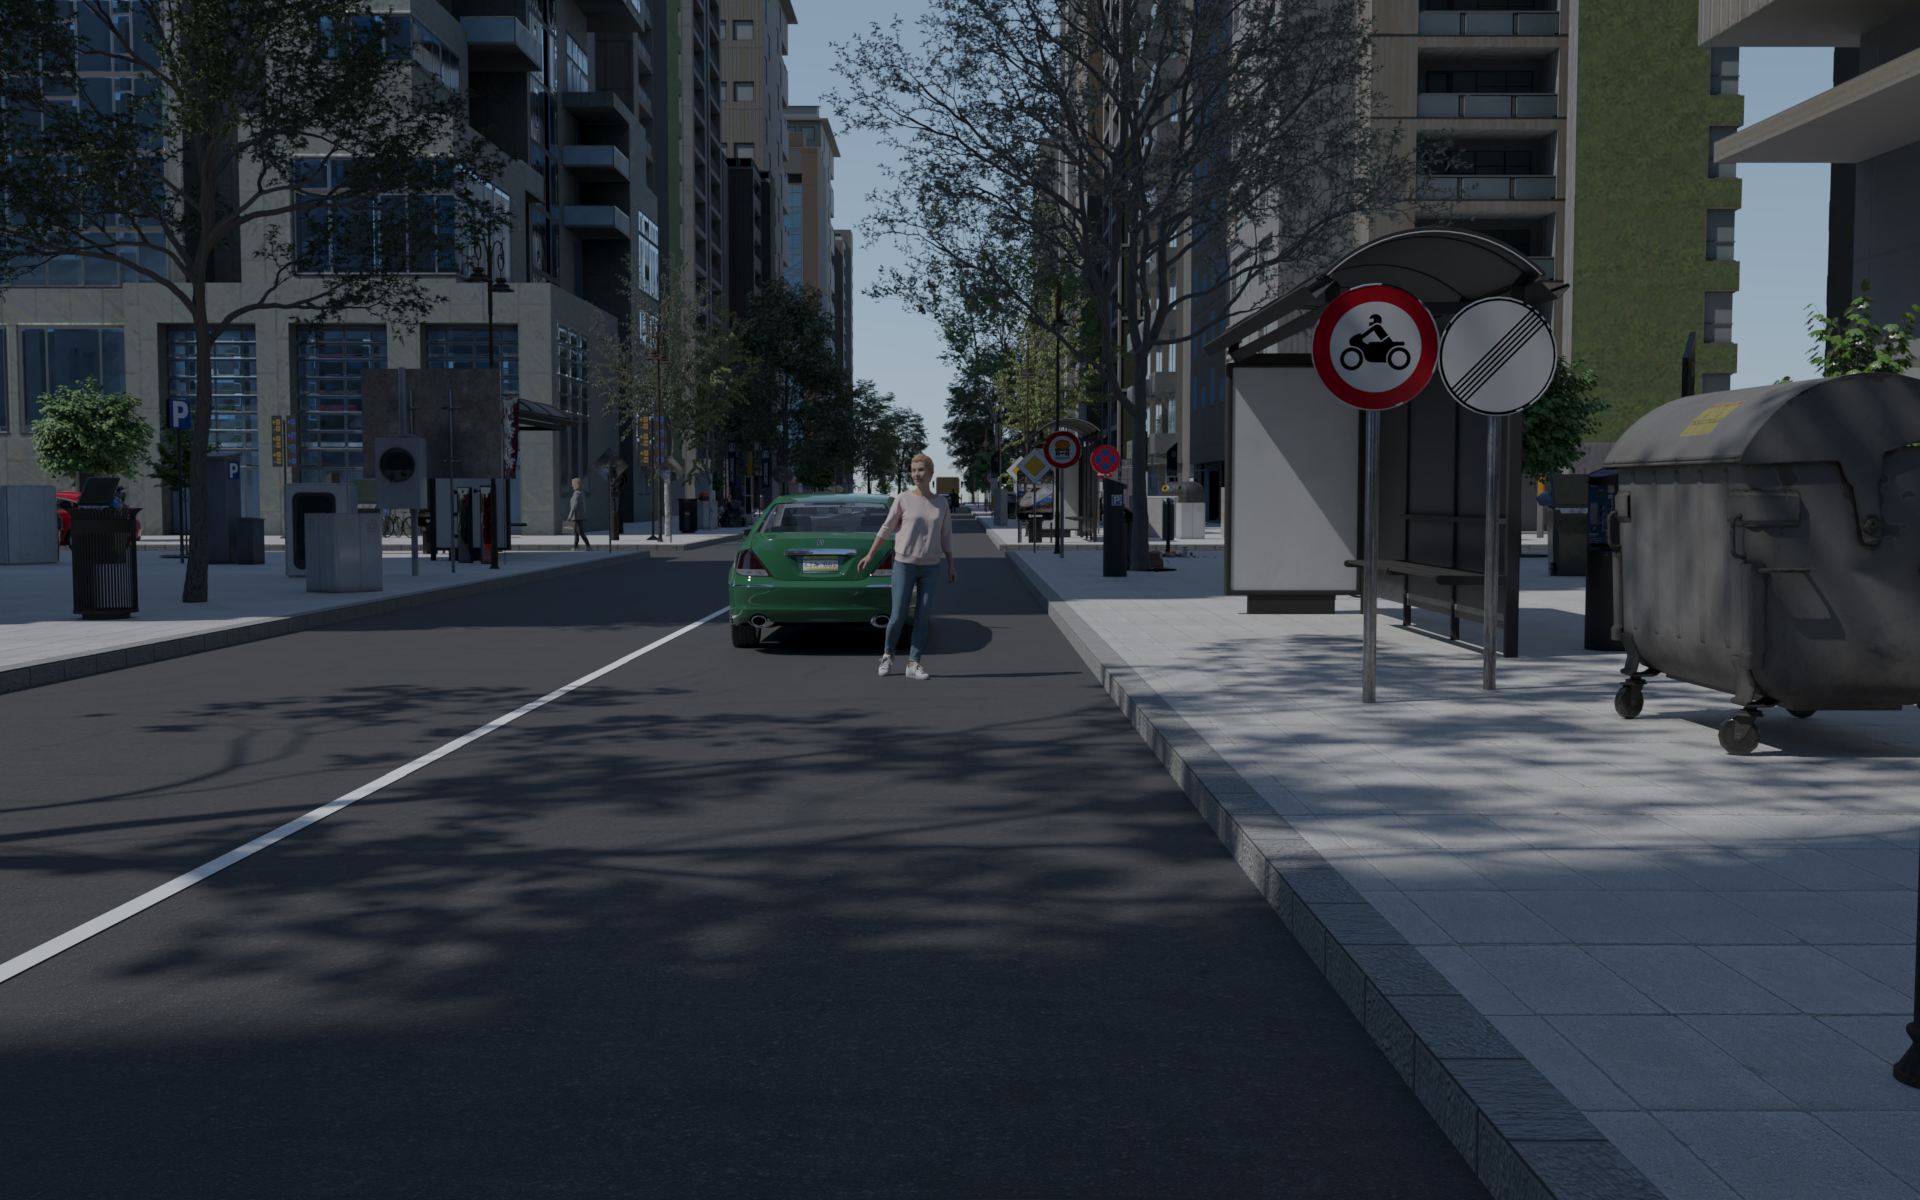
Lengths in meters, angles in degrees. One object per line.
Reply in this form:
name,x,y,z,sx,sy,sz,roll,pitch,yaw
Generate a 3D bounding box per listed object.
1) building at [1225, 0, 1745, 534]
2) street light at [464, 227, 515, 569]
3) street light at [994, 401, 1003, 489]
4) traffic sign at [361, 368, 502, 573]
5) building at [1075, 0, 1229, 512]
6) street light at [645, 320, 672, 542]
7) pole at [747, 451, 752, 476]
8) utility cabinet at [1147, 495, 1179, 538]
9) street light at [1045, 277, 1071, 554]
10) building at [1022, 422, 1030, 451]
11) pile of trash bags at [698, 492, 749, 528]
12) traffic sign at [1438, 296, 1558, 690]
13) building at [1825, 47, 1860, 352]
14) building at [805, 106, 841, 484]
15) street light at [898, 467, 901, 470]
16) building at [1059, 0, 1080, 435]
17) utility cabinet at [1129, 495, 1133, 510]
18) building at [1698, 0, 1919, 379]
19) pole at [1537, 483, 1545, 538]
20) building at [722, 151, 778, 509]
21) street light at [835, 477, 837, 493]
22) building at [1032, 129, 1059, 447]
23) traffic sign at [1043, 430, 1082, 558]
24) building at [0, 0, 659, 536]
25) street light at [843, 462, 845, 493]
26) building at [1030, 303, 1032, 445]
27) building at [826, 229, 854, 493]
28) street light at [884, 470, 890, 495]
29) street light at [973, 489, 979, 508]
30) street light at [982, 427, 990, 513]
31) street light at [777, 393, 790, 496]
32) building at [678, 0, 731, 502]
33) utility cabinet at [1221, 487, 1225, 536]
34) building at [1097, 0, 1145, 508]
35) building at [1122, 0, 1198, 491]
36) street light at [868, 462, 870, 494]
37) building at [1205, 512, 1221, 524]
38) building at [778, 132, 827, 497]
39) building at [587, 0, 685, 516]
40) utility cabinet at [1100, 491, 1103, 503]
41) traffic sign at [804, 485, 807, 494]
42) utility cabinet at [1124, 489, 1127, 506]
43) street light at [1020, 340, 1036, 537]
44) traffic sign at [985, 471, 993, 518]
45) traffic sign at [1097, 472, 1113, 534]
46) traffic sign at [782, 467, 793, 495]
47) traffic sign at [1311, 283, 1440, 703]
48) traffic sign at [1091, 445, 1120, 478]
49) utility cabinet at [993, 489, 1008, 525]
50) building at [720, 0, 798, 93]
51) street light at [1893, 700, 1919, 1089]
building,17.213,-23.003,59.699,14.086,41.232,14.154,0,3,0
street light,-7.979,-3.470,29.515,0.468,5.910,1.993,0,3,0
street light,1.928,-6.932,86.133,0.468,5.910,1.993,0,3,0
traffic sign,-8.576,-2.095,28.122,2.265,3.308,0.079,0,4,1
building,17.588,-30.744,152.768,14.600,45.320,14.200,0,3,0
street light,-8.032,-4.492,46.234,0.468,5.910,1.993,0,3,0
pole,-10.015,-5.425,82.549,0.158,3.312,0.155,0,3,0
utility cabinet,5.909,-2.440,51.051,1.020,1.237,0.306,2,4,28
street light,2.089,-3.928,37.017,0.468,5.910,1.993,0,3,0
building,23.658,-25.751,266.075,27.650,21.520,28.899,0,3,0
pile of trash bags,-9.313,-3.454,66.233,1.912,1.369,3.447,0,4,8
traffic sign,3.475,-0.684,11.290,0.768,2.556,0.104,0,4,1
building,43.055,-26.670,59.759,21.600,48.544,21.300,0,3,0
building,-31.474,-39.750,239.154,28.713,52.752,27.495,0,3,0
street light,-8.404,-16.289,239.116,0.468,5.910,1.993,0,3,0
building,20.391,-38.639,173.752,21.231,58.520,28.212,0,3,0
utility cabinet,8.414,-4.262,80.843,1.020,1.237,0.306,2,4,24
building,25.591,-26.016,14.595,28.713,52.752,27.495,0,3,0
pole,16.947,-3.464,50.486,0.158,3.312,0.155,0,3,0
building,-23.427,-23.044,148.466,14.160,30.474,14.107,0,3,0
street light,-8.167,-8.631,113.906,0.468,5.910,1.993,0,3,0
building,20.475,-36.762,224.759,21.300,48.544,21.600,0,3,0
traffic sign,2.053,-2.121,34.791,0.768,2.556,0.104,0,4,2
building,-23.666,-46.076,66.013,22.319,86.520,31.000,0,3,0
street light,-8.185,-9.138,122.201,0.468,5.910,1.993,0,3,0
building,16.740,-28.886,243.991,14.160,30.474,14.107,0,3,0
building,-23.442,-35.271,260.273,14.154,41.232,14.086,0,3,0
street light,-8.391,-14.244,205.684,0.468,5.910,1.993,0,3,0
street light,1.714,-11.610,162.618,0.468,5.910,1.993,0,3,0
street light,1.835,-9.018,120.232,0.468,5.910,1.993,0,3,0
street light,-8.111,-6.536,79.647,0.468,5.910,1.993,0,3,0
building,-26.517,-42.280,129.534,20.563,71.187,20.611,0,3,0
utility cabinet,8.025,-2.653,52.051,0.318,1.500,1.173,0,4,4
building,19.949,-42.553,133.987,20.563,71.187,20.611,0,3,0
building,22.091,-29.672,104.752,23.786,49.044,30.456,0,3,0
street light,-8.217,-11.213,156.119,0.468,5.910,1.993,0,3,0
building,17.904,-25.962,74.586,14.600,45.320,14.200,0,3,0
building,-24.223,-34.769,218.587,14.600,45.320,14.200,0,3,0
building,-23.802,-25.339,97.881,14.154,41.232,14.086,0,3,0
utility cabinet,8.688,-5.765,102.941,0.318,1.500,1.173,-1,4,-18
traffic sign,-9.852,-6.771,110.811,0.768,2.556,0.104,0,4,8
utility cabinet,4.930,-2.735,53.394,0.318,1.500,1.173,0,4,-2
street light,2.033,-4.853,52.142,0.468,5.910,1.993,0,3,0
traffic sign,1.732,-5.716,93.558,0.768,2.556,0.104,0,4,5
traffic sign,4.425,-3.380,55.259,0.884,2.594,0.081,0,4,4
traffic sign,-8.276,-5.012,82.049,0.768,2.556,0.104,0,4,2
traffic sign,2.515,-0.640,10.572,0.768,2.556,0.104,0,4,5
traffic sign,3.752,-2.727,44.696,0.768,2.556,0.104,0,4,7
utility cabinet,1.652,-3.765,70.238,0.318,1.500,1.173,-1,4,-13
building,-31.046,-35.431,168.533,28.713,52.752,27.495,0,3,0
street light,2.139,-1.885,3.604,0.468,5.910,1.993,0,3,0
